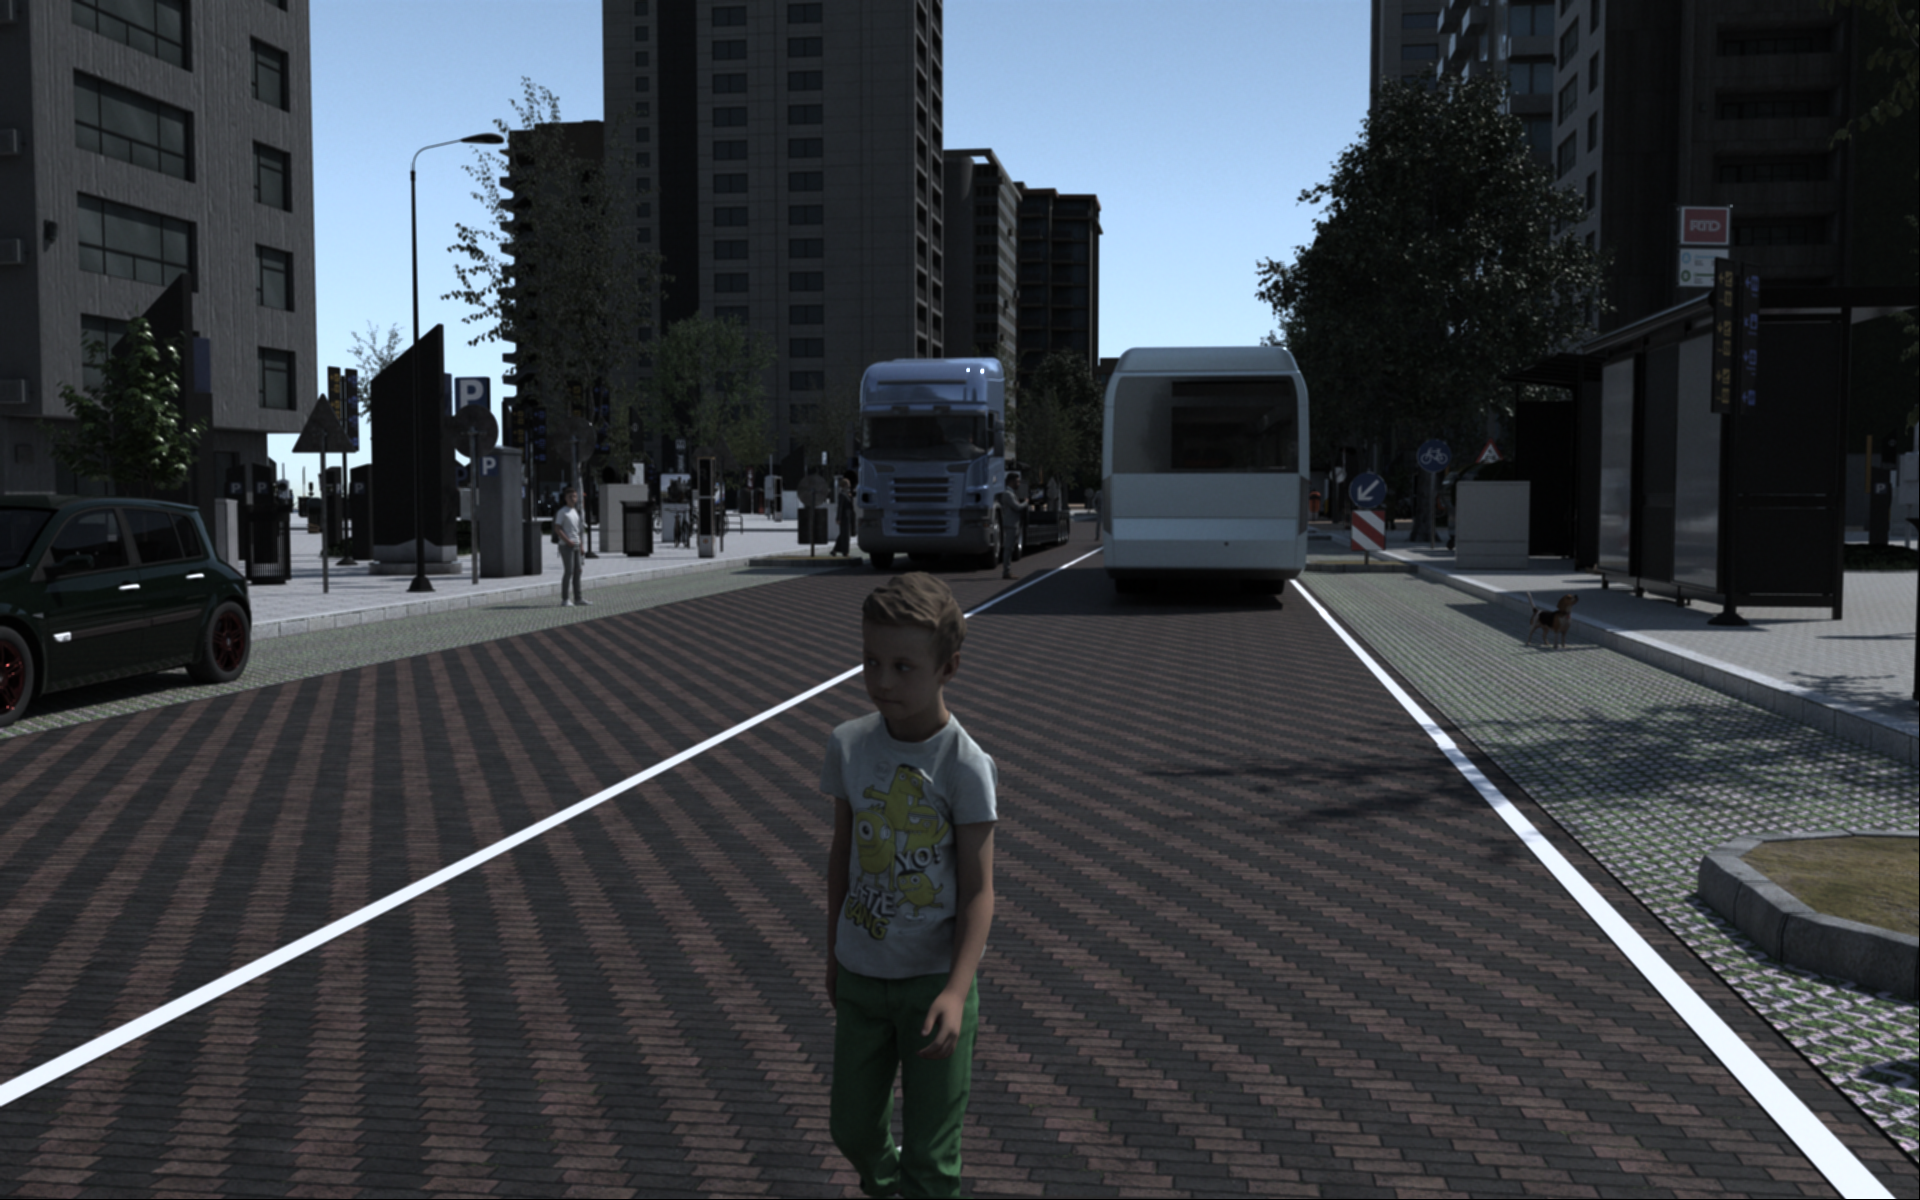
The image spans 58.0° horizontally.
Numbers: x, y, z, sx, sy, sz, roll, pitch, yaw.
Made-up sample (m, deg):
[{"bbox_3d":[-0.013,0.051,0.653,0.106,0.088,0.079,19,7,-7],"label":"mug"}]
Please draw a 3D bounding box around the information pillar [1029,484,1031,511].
[{"bbox_3d":[4.939,-7.339,124.488,0.304,2.012,0.304,0,4,-6],"label":"information pillar"}]

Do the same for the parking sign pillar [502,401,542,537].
[{"bbox_3d":[-13.099,-3.831,51.108,1.447,3.967,1.447,0,4,2],"label":"parking sign pillar"}]

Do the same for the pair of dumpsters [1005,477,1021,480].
[{"bbox_3d":[2.468,-5.325,89.550,1.574,2.255,4.437,1,4,8],"label":"pair of dumpsters"}]

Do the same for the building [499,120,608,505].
[{"bbox_3d":[-44.671,-33.929,204.855,14.200,45.320,14.600,1,4,8],"label":"building"}]

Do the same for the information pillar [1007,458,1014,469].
[{"bbox_3d":[3.279,-7.342,111.403,0.504,3.616,0.183,-2,4,-27],"label":"information pillar"}]

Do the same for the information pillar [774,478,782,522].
[{"bbox_3d":[-8.415,-4.619,80.017,0.304,2.012,0.304,-1,4,-19],"label":"information pillar"}]

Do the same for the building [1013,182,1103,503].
[{"bbox_3d":[5.341,-36.168,245.974,28.867,44.769,22.147,1,4,8],"label":"building"}]

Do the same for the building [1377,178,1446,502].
[{"bbox_3d":[44.473,-23.134,149.946,14.160,30.474,14.107,1,4,8],"label":"building"}]

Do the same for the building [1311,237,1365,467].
[{"bbox_3d":[60.862,-33.720,243.203,23.993,40.220,32.217,1,4,8],"label":"building"}]

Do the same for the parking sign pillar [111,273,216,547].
[{"bbox_3d":[-9.953,-2.028,21.637,1.447,3.967,1.447,2,4,26],"label":"parking sign pillar"}]

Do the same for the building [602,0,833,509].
[{"bbox_3d":[-27.342,-46.487,198.312,20.611,71.187,20.563,1,4,8],"label":"building"}]

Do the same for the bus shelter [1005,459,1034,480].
[{"bbox_3d":[3.181,-6.731,103.979,2.014,3.302,5.546,0,4,8],"label":"bus shelter"}]

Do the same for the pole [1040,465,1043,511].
[{"bbox_3d":[5.501,-7.541,117.140,0.158,3.312,0.155,0,3,0],"label":"pole"}]

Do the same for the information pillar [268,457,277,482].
[{"bbox_3d":[-42.732,-7.113,107.644,0.504,3.616,0.183,-2,4,-29],"label":"information pillar"}]

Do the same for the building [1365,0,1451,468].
[{"bbox_3d":[53.944,-39.223,183.299,21.231,58.520,28.212,1,4,8],"label":"building"}]

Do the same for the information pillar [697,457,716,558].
[{"bbox_3d":[-5.092,-1.854,34.810,0.304,2.012,0.304,0,4,2],"label":"information pillar"}]

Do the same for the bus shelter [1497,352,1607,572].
[{"bbox_3d":[11.159,-2.467,31.620,1.731,3.624,6.357,1,4,8],"label":"bus shelter"}]

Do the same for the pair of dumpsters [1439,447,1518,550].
[{"bbox_3d":[11.566,-2.161,37.823,1.574,2.255,4.437,0,4,8],"label":"pair of dumpsters"}]

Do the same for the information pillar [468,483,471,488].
[{"bbox_3d":[-33.831,-7.060,119.928,0.304,2.012,0.304,3,4,38],"label":"information pillar"}]

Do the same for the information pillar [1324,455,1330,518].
[{"bbox_3d":[20.116,-6.302,94.391,0.504,3.616,0.183,2,4,28],"label":"information pillar"}]

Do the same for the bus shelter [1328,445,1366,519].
[{"bbox_3d":[18.805,-5.733,85.020,1.731,3.624,6.357,0,4,8],"label":"bus shelter"}]

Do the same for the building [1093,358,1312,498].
[{"bbox_3d":[34.231,-24.442,244.662,28.899,21.520,27.650,1,4,8],"label":"building"}]

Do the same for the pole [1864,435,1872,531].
[{"bbox_3d":[31.482,-4.050,60.054,0.158,3.312,0.155,0,3,0],"label":"pole"}]

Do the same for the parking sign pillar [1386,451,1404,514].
[{"bbox_3d":[26.910,-7.277,107.452,1.447,3.967,1.447,-3,4,-37],"label":"parking sign pillar"}]

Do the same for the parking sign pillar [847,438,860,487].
[{"bbox_3d":[-4.490,-5.465,77.831,1.447,3.967,1.447,3,5,43],"label":"parking sign pillar"}]

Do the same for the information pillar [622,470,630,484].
[{"bbox_3d":[-10.307,-3.024,53.936,0.304,2.012,0.304,2,4,31],"label":"information pillar"}]

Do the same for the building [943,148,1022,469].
[{"bbox_3d":[-6.049,-30.508,190.684,23.993,40.220,32.217,1,4,8],"label":"building"}]

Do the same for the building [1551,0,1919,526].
[{"bbox_3d":[34.242,-18.585,75.560,14.107,30.474,14.160,1,4,8],"label":"building"}]

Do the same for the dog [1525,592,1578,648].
[{"bbox_3d":[5.520,0.190,16.174,0.540,0.507,0.406,2,4,30],"label":"dog"}]

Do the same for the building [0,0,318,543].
[{"bbox_3d":[-24.339,-16.526,41.904,14.107,30.474,14.160,1,4,8],"label":"building"}]

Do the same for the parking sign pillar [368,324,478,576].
[{"bbox_3d":[-8.791,-2.409,27.854,1.447,3.967,1.447,1,4,18],"label":"parking sign pillar"}]

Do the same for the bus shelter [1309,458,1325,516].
[{"bbox_3d":[20.566,-6.405,98.646,2.014,3.302,5.546,1,4,8],"label":"bus shelter"}]

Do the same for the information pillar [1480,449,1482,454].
[{"bbox_3d":[23.679,-5.319,78.315,0.183,3.616,0.504,-3,5,-45],"label":"information pillar"}]

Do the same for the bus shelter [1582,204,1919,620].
[{"bbox_3d":[9.279,-2.700,21.779,2.179,5.291,8.768,0,4,8],"label":"bus shelter"}]

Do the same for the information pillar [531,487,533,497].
[{"bbox_3d":[-31.629,-7.513,127.322,0.304,2.012,0.304,3,5,42],"label":"information pillar"}]

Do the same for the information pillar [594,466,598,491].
[{"bbox_3d":[-29.954,-9.247,142.542,0.183,3.616,0.504,-3,5,-43],"label":"information pillar"}]

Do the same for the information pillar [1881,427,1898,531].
[{"bbox_3d":[32.422,-4.226,60.450,0.504,3.616,0.183,2,4,32],"label":"information pillar"}]

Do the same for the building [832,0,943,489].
[{"bbox_3d":[-10.096,-43.609,151.253,20.563,71.187,20.611,1,4,8],"label":"building"}]

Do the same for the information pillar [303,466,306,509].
[{"bbox_3d":[-55.173,-9.441,145.721,0.183,3.616,0.504,-1,4,-13],"label":"information pillar"}]

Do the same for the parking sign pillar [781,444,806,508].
[{"bbox_3d":[-8.898,-6.378,92.757,1.447,3.967,1.447,1,4,13],"label":"parking sign pillar"}]

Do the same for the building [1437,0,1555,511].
[{"bbox_3d":[44.807,-30.478,117.920,23.786,49.044,30.456,1,4,8],"label":"building"}]

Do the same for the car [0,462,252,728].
[{"bbox_3d":[-6.510,-0.123,11.797,2.009,1.686,4.222,0,4,7],"label":"car"}]

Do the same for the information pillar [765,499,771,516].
[{"bbox_3d":[-11.348,-5.972,102.139,0.304,2.012,0.304,-1,4,-16],"label":"information pillar"}]

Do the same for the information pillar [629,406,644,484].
[{"bbox_3d":[-8.658,-3.364,46.364,0.183,3.616,0.504,2,4,30],"label":"information pillar"}]

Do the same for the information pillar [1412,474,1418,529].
[{"bbox_3d":[16.489,-3.532,62.247,0.304,2.012,0.304,-2,4,-29],"label":"information pillar"}]
